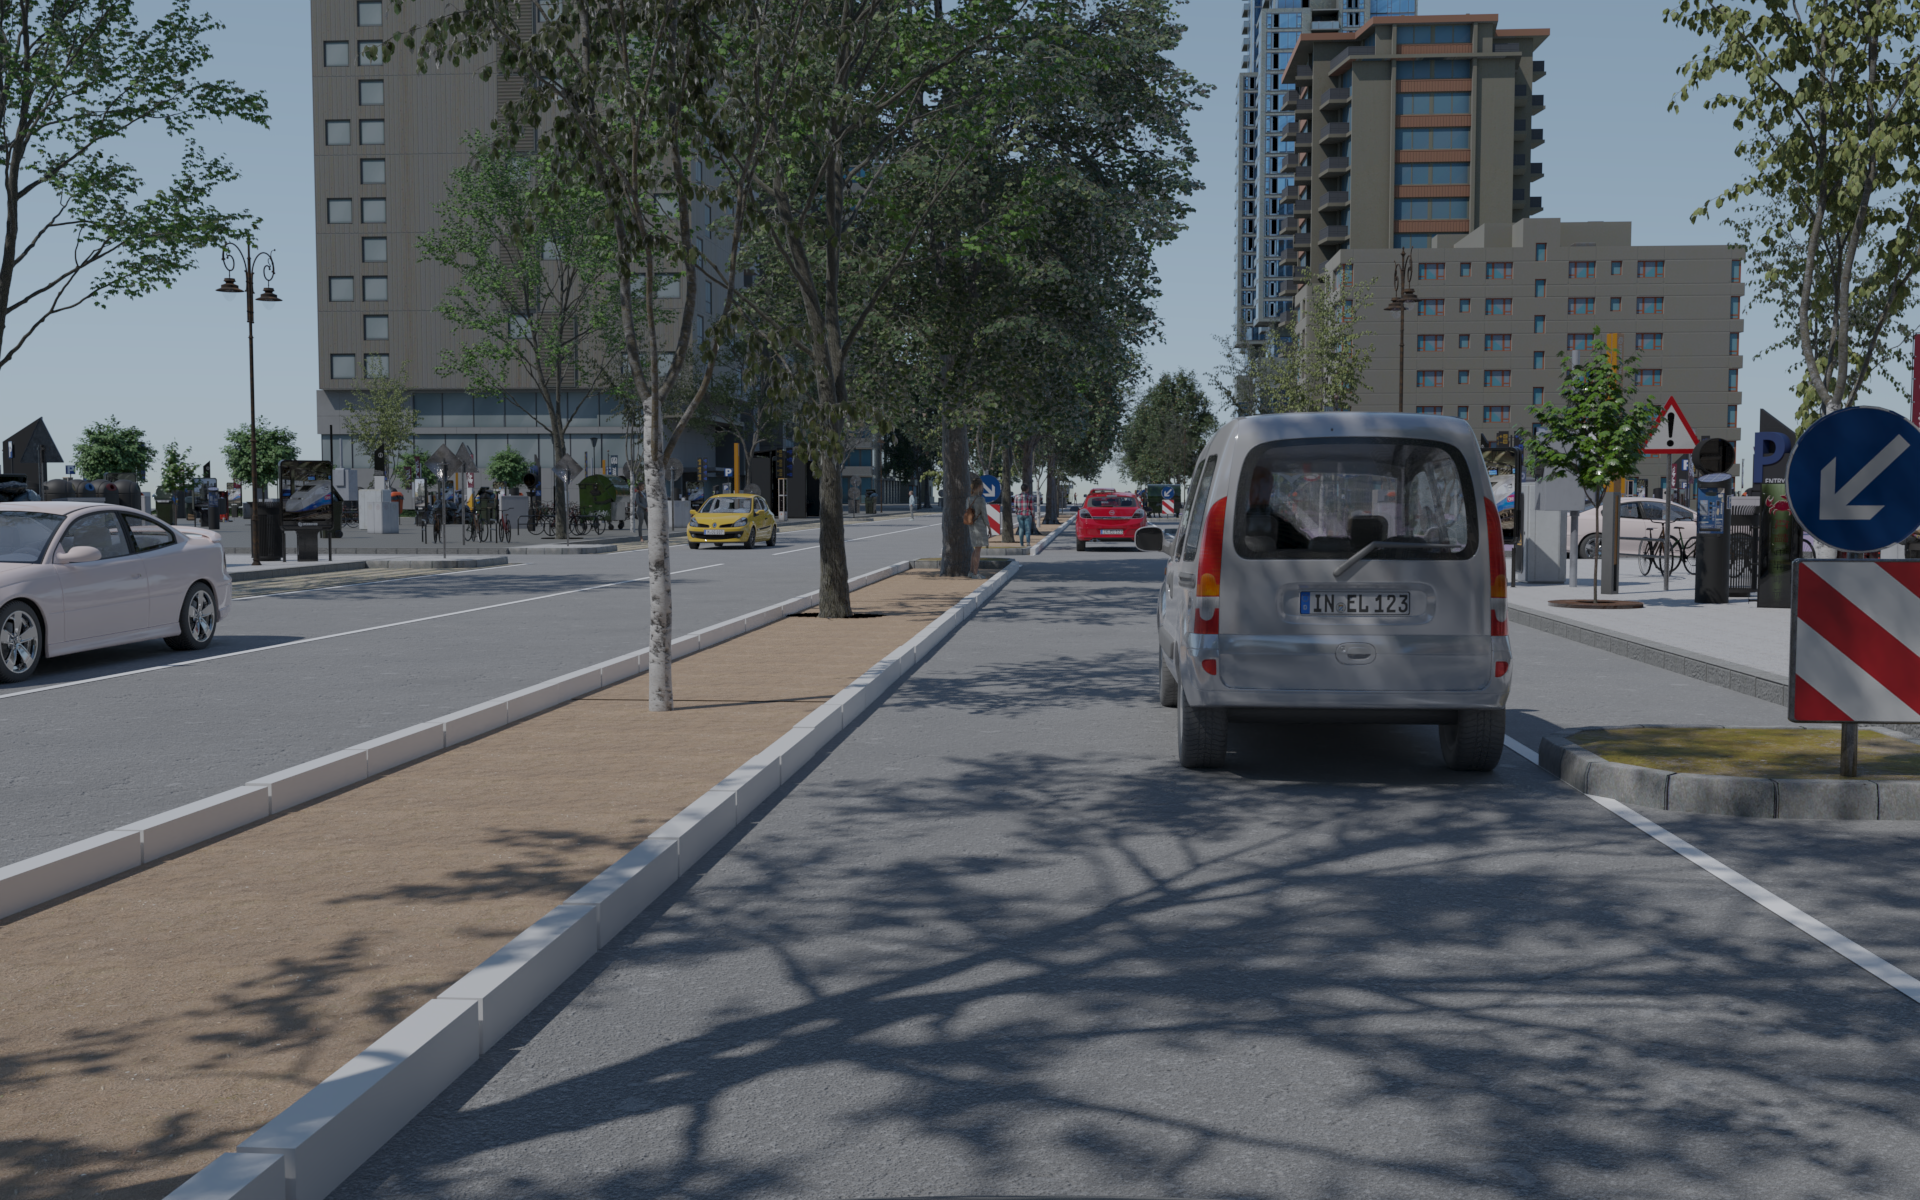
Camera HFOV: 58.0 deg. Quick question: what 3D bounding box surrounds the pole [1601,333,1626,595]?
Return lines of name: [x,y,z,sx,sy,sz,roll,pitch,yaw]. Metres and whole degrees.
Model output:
pole: [8.326,-1.728,22.095,0.158,3.312,0.155,0,3,0]

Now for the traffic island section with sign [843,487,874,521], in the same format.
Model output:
traffic island section with sign: [-5.605,-5.072,91.550,1.989,1.847,2.006,0,4,5]

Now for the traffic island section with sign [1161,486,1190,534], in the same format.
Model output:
traffic island section with sign: [8.497,-3.349,63.387,1.989,1.847,2.006,0,4,5]

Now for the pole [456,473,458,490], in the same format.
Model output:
pole: [-32.769,-7.279,112.860,0.158,3.312,0.155,0,3,0]

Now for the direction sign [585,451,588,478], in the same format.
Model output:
direction sign: [-19.916,-6.136,92.321,0.379,3.537,0.876,-1,4,-20]

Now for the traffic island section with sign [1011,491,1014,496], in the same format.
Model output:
traffic island section with sign: [7.538,-14.845,251.339,1.989,1.847,2.006,0,4,5]

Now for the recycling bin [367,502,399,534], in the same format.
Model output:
recycling bin: [-18.664,-2.658,56.020,0.722,1.027,0.722,2,4,30]

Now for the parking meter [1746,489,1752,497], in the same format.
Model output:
parking meter: [40.325,-4.892,88.393,0.372,1.533,0.369,0,3,0]

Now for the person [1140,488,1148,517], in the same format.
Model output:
person: [11.755,-6.238,110.401,0.836,1.842,0.656,2,4,25]

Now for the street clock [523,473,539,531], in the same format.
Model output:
street clock: [-14.788,-3.374,59.743,0.471,2.002,0.358,1,4,15]

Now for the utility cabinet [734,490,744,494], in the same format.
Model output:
utility cabinet: [-12.692,-5.644,100.951,0.318,1.500,1.173,2,4,34]

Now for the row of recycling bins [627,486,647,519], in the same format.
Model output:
row of recycling bins: [-17.491,-5.105,90.581,3.534,1.692,1.069,-1,4,-9]

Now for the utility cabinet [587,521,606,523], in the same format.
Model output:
utility cabinet: [-16.287,-4.043,77.273,1.020,1.237,0.306,2,4,30]

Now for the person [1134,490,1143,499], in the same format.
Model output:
person: [12.257,-6.837,121.005,1.217,1.743,0.721,0,4,-2]

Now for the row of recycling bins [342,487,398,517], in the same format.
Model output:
row of recycling bins: [-33.192,-5.497,96.984,3.534,1.692,1.069,-3,5,-42]

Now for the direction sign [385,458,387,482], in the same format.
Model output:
direction sign: [-36.021,-7.100,108.078,0.876,3.537,0.379,2,4,34]

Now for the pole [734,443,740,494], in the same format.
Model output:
pole: [-8.951,-4.629,69.531,0.158,3.312,0.155,0,3,0]

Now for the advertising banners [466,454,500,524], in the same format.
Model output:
advertising banners: [-20.801,-4.847,75.440,2.074,3.025,0.090,2,4,31]

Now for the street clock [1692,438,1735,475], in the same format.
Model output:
street clock: [9.759,-1.095,22.480,0.471,2.002,0.358,0,4,0]

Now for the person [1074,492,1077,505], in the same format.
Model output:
person: [14.712,-12.825,219.655,0.593,1.643,0.415,1,4,21]

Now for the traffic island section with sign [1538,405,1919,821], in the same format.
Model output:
traffic island section with sign: [4.000,0.004,8.557,1.989,1.847,2.006,0,4,5]

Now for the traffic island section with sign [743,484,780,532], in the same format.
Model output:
traffic island section with sign: [-7.812,-3.429,64.685,1.989,1.847,2.006,0,4,5]

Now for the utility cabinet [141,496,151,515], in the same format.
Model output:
utility cabinet: [-31.670,-3.398,66.727,1.020,1.237,0.306,1,4,20]

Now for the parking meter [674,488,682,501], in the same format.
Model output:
parking meter: [-11.633,-3.844,71.258,0.372,1.533,0.369,0,3,0]

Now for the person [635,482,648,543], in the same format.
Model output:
person: [-9.233,-2.579,50.933,0.573,1.790,0.520,1,4,13]

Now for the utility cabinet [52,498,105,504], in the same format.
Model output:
utility cabinet: [-14.979,-1.119,29.464,0.306,1.237,1.020,0,4,7]

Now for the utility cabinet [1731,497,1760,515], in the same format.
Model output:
utility cabinet: [19.131,-1.917,42.510,1.020,1.237,0.306,3,4,38]

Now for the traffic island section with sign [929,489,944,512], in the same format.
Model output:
traffic island section with sign: [-1.451,-8.168,142.177,1.989,1.847,2.006,0,4,5]

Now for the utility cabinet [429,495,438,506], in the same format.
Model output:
utility cabinet: [-26.128,-4.627,86.816,1.020,1.237,0.306,-2,4,-33]

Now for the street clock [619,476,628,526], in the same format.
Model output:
street clock: [-13.245,-3.862,67.721,0.471,2.002,0.358,-2,4,-25]

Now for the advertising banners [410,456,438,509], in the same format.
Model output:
advertising banners: [-24.816,-5.155,80.471,0.090,3.025,2.074,1,4,12]

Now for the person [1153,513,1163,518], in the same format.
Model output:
person: [11.910,-5.937,104.938,0.474,1.900,0.648,-3,5,-45]

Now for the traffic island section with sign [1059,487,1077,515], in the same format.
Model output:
traffic island section with sign: [6.845,-6.608,116.175,2.006,1.907,1.989,0,4,5]

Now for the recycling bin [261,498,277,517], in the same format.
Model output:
recycling bin: [-40.924,-5.539,103.121,0.722,1.027,0.722,2,4,33]

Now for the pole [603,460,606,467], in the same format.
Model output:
pole: [-21.210,-6.696,103.315,0.158,3.312,0.155,0,3,0]

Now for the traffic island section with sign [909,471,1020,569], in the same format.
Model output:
traffic island section with sign: [0.081,-1.576,33.906,2.006,1.907,1.989,0,4,5]

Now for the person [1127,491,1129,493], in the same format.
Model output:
person: [10.956,-6.288,113.117,0.589,1.601,0.330,-3,4,-36]

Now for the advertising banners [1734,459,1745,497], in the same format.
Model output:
advertising banners: [38.252,-5.434,85.041,0.090,3.025,2.074,3,4,36]

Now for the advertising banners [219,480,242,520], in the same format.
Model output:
advertising banners: [-35.536,-5.335,83.415,2.074,3.025,0.090,-1,4,-9]

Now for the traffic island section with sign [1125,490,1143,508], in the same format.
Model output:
traffic island section with sign: [17.048,-9.702,167.249,1.989,1.847,2.006,0,4,5]

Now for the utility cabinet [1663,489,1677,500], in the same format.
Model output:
utility cabinet: [29.541,-3.866,71.895,1.173,1.500,0.318,-3,4,-38]

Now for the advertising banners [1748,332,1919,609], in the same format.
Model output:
advertising banners: [9.849,-1.398,19.047,2.074,3.025,0.090,2,4,25]

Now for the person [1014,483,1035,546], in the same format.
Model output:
person: [1.703,-2.237,45.909,0.563,1.720,0.643,1,4,15]

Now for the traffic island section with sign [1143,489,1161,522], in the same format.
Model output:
traffic island section with sign: [10.765,-5.027,90.826,1.989,1.847,2.006,0,4,5]

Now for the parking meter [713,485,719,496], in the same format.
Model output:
parking meter: [-15.880,-6.545,112.716,0.255,1.863,0.399,3,5,41]

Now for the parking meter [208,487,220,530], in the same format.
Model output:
parking meter: [-27.019,-3.321,62.705,0.372,1.533,0.369,0,3,0]

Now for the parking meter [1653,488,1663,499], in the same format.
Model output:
parking meter: [27.829,-3.711,69.082,0.372,1.533,0.369,0,3,0]

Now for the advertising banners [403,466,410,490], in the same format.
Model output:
advertising banners: [-33.969,-6.901,109.024,2.074,3.025,0.090,-2,4,-32]

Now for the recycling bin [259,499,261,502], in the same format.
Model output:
recycling bin: [-48.113,-6.546,119.580,0.722,1.027,0.722,-2,4,-35]

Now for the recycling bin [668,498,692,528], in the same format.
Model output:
recycling bin: [-10.720,-3.271,66.038,0.722,1.027,0.722,-2,4,-29]

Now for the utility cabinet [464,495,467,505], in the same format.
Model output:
utility cabinet: [-32.461,-6.313,114.372,0.306,1.237,1.020,1,4,10]

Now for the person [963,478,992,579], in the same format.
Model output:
person: [0.283,-1.200,29.120,0.522,1.701,0.512,-3,5,-44]

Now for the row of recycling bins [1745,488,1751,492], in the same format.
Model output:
row of recycling bins: [50.011,-6.158,107.794,1.069,1.692,3.534,0,4,-7]

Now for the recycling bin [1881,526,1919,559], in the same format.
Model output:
recycling bin: [13.449,-0.757,24.933,0.722,1.027,0.722,1,4,20]

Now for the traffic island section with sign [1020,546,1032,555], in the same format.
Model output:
traffic island section with sign: [0.697,-2.028,41.288,2.006,1.907,1.989,0,4,5]

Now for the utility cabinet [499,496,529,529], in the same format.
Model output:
utility cabinet: [-16.440,-3.223,63.851,1.020,1.237,0.306,-2,4,-31]

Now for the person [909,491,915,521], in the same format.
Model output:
person: [-2.618,-5.100,93.692,0.330,1.601,0.589,0,4,1]

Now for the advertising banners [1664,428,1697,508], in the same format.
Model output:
advertising banners: [18.824,-3.000,45.232,0.090,3.025,2.074,3,5,43]

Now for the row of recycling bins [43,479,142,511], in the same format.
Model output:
row of recycling bins: [-24.128,-2.506,48.089,1.069,1.692,3.534,1,4,11]

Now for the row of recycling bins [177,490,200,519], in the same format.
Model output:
row of recycling bins: [-41.329,-5.203,92.177,1.069,1.692,3.534,0,4,-6]
